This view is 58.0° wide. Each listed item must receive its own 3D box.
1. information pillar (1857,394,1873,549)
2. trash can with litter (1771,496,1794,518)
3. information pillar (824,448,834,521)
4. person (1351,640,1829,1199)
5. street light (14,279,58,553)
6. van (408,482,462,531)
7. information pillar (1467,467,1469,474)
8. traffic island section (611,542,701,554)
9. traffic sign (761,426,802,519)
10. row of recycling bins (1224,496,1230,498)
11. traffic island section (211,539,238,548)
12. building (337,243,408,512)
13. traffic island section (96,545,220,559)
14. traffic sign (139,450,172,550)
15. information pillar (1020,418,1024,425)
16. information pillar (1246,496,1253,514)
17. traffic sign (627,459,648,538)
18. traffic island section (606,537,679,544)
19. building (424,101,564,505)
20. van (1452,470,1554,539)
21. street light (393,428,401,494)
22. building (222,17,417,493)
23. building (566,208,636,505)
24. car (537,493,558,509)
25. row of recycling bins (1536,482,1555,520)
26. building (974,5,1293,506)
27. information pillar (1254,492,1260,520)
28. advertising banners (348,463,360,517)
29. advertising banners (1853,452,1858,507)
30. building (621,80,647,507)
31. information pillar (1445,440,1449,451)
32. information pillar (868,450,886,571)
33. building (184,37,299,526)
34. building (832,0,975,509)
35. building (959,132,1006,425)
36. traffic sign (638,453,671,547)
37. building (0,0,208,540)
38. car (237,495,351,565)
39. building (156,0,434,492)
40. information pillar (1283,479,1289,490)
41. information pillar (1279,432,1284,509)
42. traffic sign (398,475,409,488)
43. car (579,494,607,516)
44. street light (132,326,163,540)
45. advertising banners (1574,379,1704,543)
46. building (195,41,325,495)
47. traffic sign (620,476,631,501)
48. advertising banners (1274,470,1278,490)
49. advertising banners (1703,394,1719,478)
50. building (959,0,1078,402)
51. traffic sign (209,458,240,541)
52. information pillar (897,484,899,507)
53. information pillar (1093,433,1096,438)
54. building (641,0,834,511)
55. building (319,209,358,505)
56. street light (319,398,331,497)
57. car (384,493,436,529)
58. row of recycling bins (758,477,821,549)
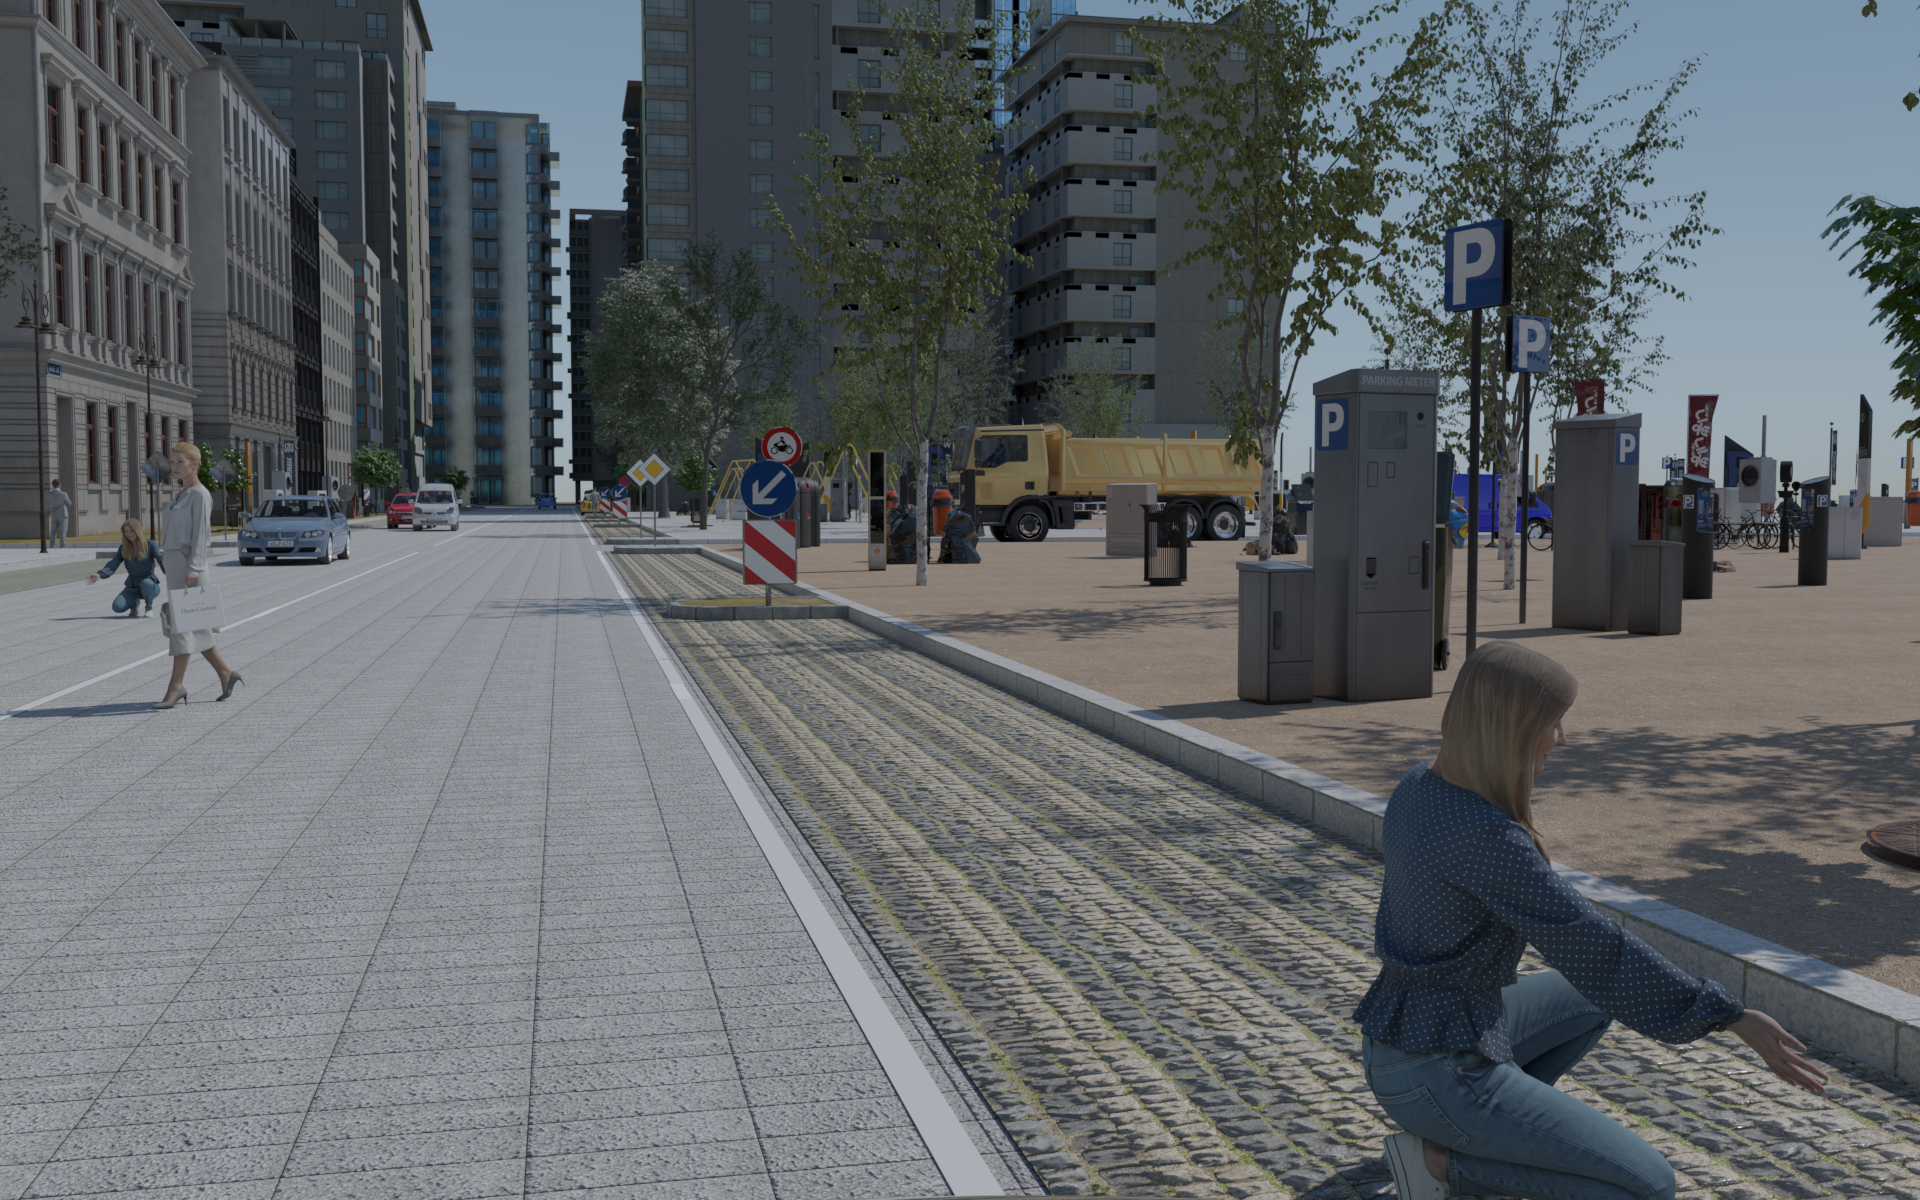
[{"bbox_3d":[21.079,-2.999,40.383,0.183,3.616,0.504,0,4,2],"label":"information pillar"},{"bbox_3d":[45.015,-5.126,94.864,1.678,1.210,2.233,-3,5,-43],"label":"trash can with litter"},{"bbox_3d":[-6.194,-5.557,82.208,0.504,3.616,0.183,0,4,2],"label":"information pillar"},{"bbox_3d":[1.150,0.643,3.485,0.738,1.151,1.012,0,4,3],"label":"person"},{"bbox_3d":[-19.917,-3.956,37.470,0.468,5.910,1.993,-1,4,-13],"label":"street light"},{"bbox_3d":[-20.543,-3.724,67.898,2.013,2.044,4.112,-1,4,-15],"label":"van"},{"bbox_3d":[38.039,-8.425,129.103,0.504,3.616,0.183,0,4,-5],"label":"information pillar"},{"bbox_3d":[-7.439,-1.230,42.384,2.009,0.180,2.903,-1,4,-13],"label":"traffic island section"},{"bbox_3d":[-3.363,-1.997,32.753,0.768,2.556,0.104,0,4,-5],"label":"traffic sign"},{"bbox_3d":[19.793,-7.383,127.824,1.069,1.692,3.534,1,4,22],"label":"row of recycling bins"},{"bbox_3d":[-20.227,-1.553,47.668,2.009,0.180,2.903,-1,4,-13],"label":"traffic island section"},{"bbox_3d":[-57.669,-17.495,131.080,27.650,21.520,28.899,-1,4,-13],"label":"building"},{"bbox_3d":[-18.448,-1.077,39.883,2.009,0.180,2.903,-1,4,-13],"label":"traffic island section"},{"bbox_3d":[-18.427,-2.213,39.826,0.795,2.450,0.064,-1,4,-13],"label":"traffic sign"},{"bbox_3d":[1.925,-3.806,53.576,0.183,3.616,0.504,1,4,10],"label":"information pillar"},{"bbox_3d":[18.371,-7.241,109.741,0.504,3.616,0.183,2,4,27],"label":"information pillar"},{"bbox_3d":[-9.239,-2.841,50.087,0.795,2.450,0.064,-1,4,-13],"label":"traffic sign"},{"bbox_3d":[-9.218,-1.706,50.169,2.009,0.180,2.903,-1,4,-13],"label":"traffic island section"},{"bbox_3d":[-64.769,-36.337,213.723,30.456,49.044,23.786,-1,4,-13],"label":"building"},{"bbox_3d":[14.945,-2.867,51.266,5.245,2.365,2.240,-1,4,-13],"label":"van"},{"bbox_3d":[-38.455,-8.907,118.423,0.468,5.910,1.993,-1,4,-13],"label":"street light"},{"bbox_3d":[-56.273,-28.710,152.998,14.154,41.232,14.086,-1,4,-13],"label":"building"},{"bbox_3d":[-38.498,-32.545,223.996,23.993,40.220,32.217,-1,4,-13],"label":"building"},{"bbox_3d":[-39.101,-9.445,164.018,1.945,1.707,3.694,-1,4,-14],"label":"car"},{"bbox_3d":[19.909,-3.095,57.711,1.069,1.692,3.534,1,4,10],"label":"row of recycling bins"},{"bbox_3d":[18.593,-36.999,194.176,27.495,52.752,28.713,-1,4,-13],"label":"building"},{"bbox_3d":[14.860,-5.015,86.484,0.304,2.012,0.304,1,4,22],"label":"information pillar"},{"bbox_3d":[-34.360,-6.236,98.151,0.090,3.025,2.074,0,4,-5],"label":"advertising banners"},{"bbox_3d":[34.092,-4.267,65.950,0.090,3.025,2.074,2,4,26],"label":"advertising banners"},{"bbox_3d":[-24.442,-32.404,184.431,22.147,44.769,28.867,-1,4,-13],"label":"building"},{"bbox_3d":[21.144,-5.120,75.068,0.183,3.616,0.504,3,5,45],"label":"information pillar"},{"bbox_3d":[-1.387,-1.496,28.958,0.304,2.012,0.304,0,4,-4],"label":"information pillar"},{"bbox_3d":[-35.633,-13.895,76.340,9.793,20.994,18.267,-1,4,-13],"label":"building"},{"bbox_3d":[-14.131,-34.758,157.530,28.713,52.752,27.495,-1,4,-13],"label":"building"},{"bbox_3d":[-3.203,-31.376,196.596,14.086,41.232,14.154,-1,4,-13],"label":"building"},{"bbox_3d":[-7.460,-2.364,42.302,0.795,2.450,0.064,-1,4,-13],"label":"traffic sign"},{"bbox_3d":[-32.748,-13.488,56.689,11.583,22.565,21.152,-1,4,-13],"label":"building"},{"bbox_3d":[-13.965,-1.499,36.503,2.014,1.417,4.499,-1,4,-12],"label":"car"},{"bbox_3d":[-67.870,-35.771,174.088,27.495,52.752,28.713,-1,4,-13],"label":"building"},{"bbox_3d":[16.346,-5.036,86.838,0.304,2.012,0.304,1,4,9],"label":"information pillar"},{"bbox_3d":[12.162,-4.536,65.523,0.183,3.616,0.504,1,4,15],"label":"information pillar"},{"bbox_3d":[-38.666,-7.353,120.222,0.884,2.594,0.081,0,4,-8],"label":"traffic sign"},{"bbox_3d":[-24.626,-6.499,116.488,2.015,1.641,3.980,-1,4,-11],"label":"car"},{"bbox_3d":[-22.389,-4.592,47.863,0.468,5.910,1.993,-1,4,-13],"label":"street light"},{"bbox_3d":[10.055,-1.816,25.882,0.090,3.025,2.074,-2,4,-35],"label":"advertising banners"},{"bbox_3d":[-41.655,-16.066,92.351,12.332,23.373,15.834,-1,4,-13],"label":"building"},{"bbox_3d":[-23.466,-7.421,121.447,0.768,2.556,0.104,0,4,-7],"label":"traffic sign"},{"bbox_3d":[23.354,-7.933,125.884,0.090,3.025,2.074,-1,4,-21],"label":"advertising banners"},{"bbox_3d":[12.262,-2.099,30.500,2.074,3.025,0.090,0,4,4],"label":"advertising banners"},{"bbox_3d":[3.436,-55.951,227.472,31.000,86.520,22.319,-1,4,-13],"label":"building"},{"bbox_3d":[-20.206,-2.689,47.611,0.795,2.450,0.064,-1,4,-13],"label":"traffic sign"},{"bbox_3d":[-3.690,-6.322,107.863,0.304,2.012,0.304,3,5,43],"label":"information pillar"},{"bbox_3d":[5.253,-4.636,67.156,0.183,3.616,0.504,1,4,16],"label":"information pillar"},{"bbox_3d":[-17.723,-27.650,135.668,14.154,41.232,14.086,-1,4,-13],"label":"building"},{"bbox_3d":[-44.344,-15.524,108.568,10.420,20.320,16.860,-1,4,-13],"label":"building"},{"bbox_3d":[-30.507,-6.766,83.413,0.468,5.910,1.993,-1,4,-13],"label":"street light"},{"bbox_3d":[-22.918,-3.877,72.423,2.155,1.783,4.494,-1,4,-14],"label":"car"},{"bbox_3d":[-4.052,-2.070,40.955,1.069,1.692,3.534,0,4,7],"label":"row of recycling bins"}]
